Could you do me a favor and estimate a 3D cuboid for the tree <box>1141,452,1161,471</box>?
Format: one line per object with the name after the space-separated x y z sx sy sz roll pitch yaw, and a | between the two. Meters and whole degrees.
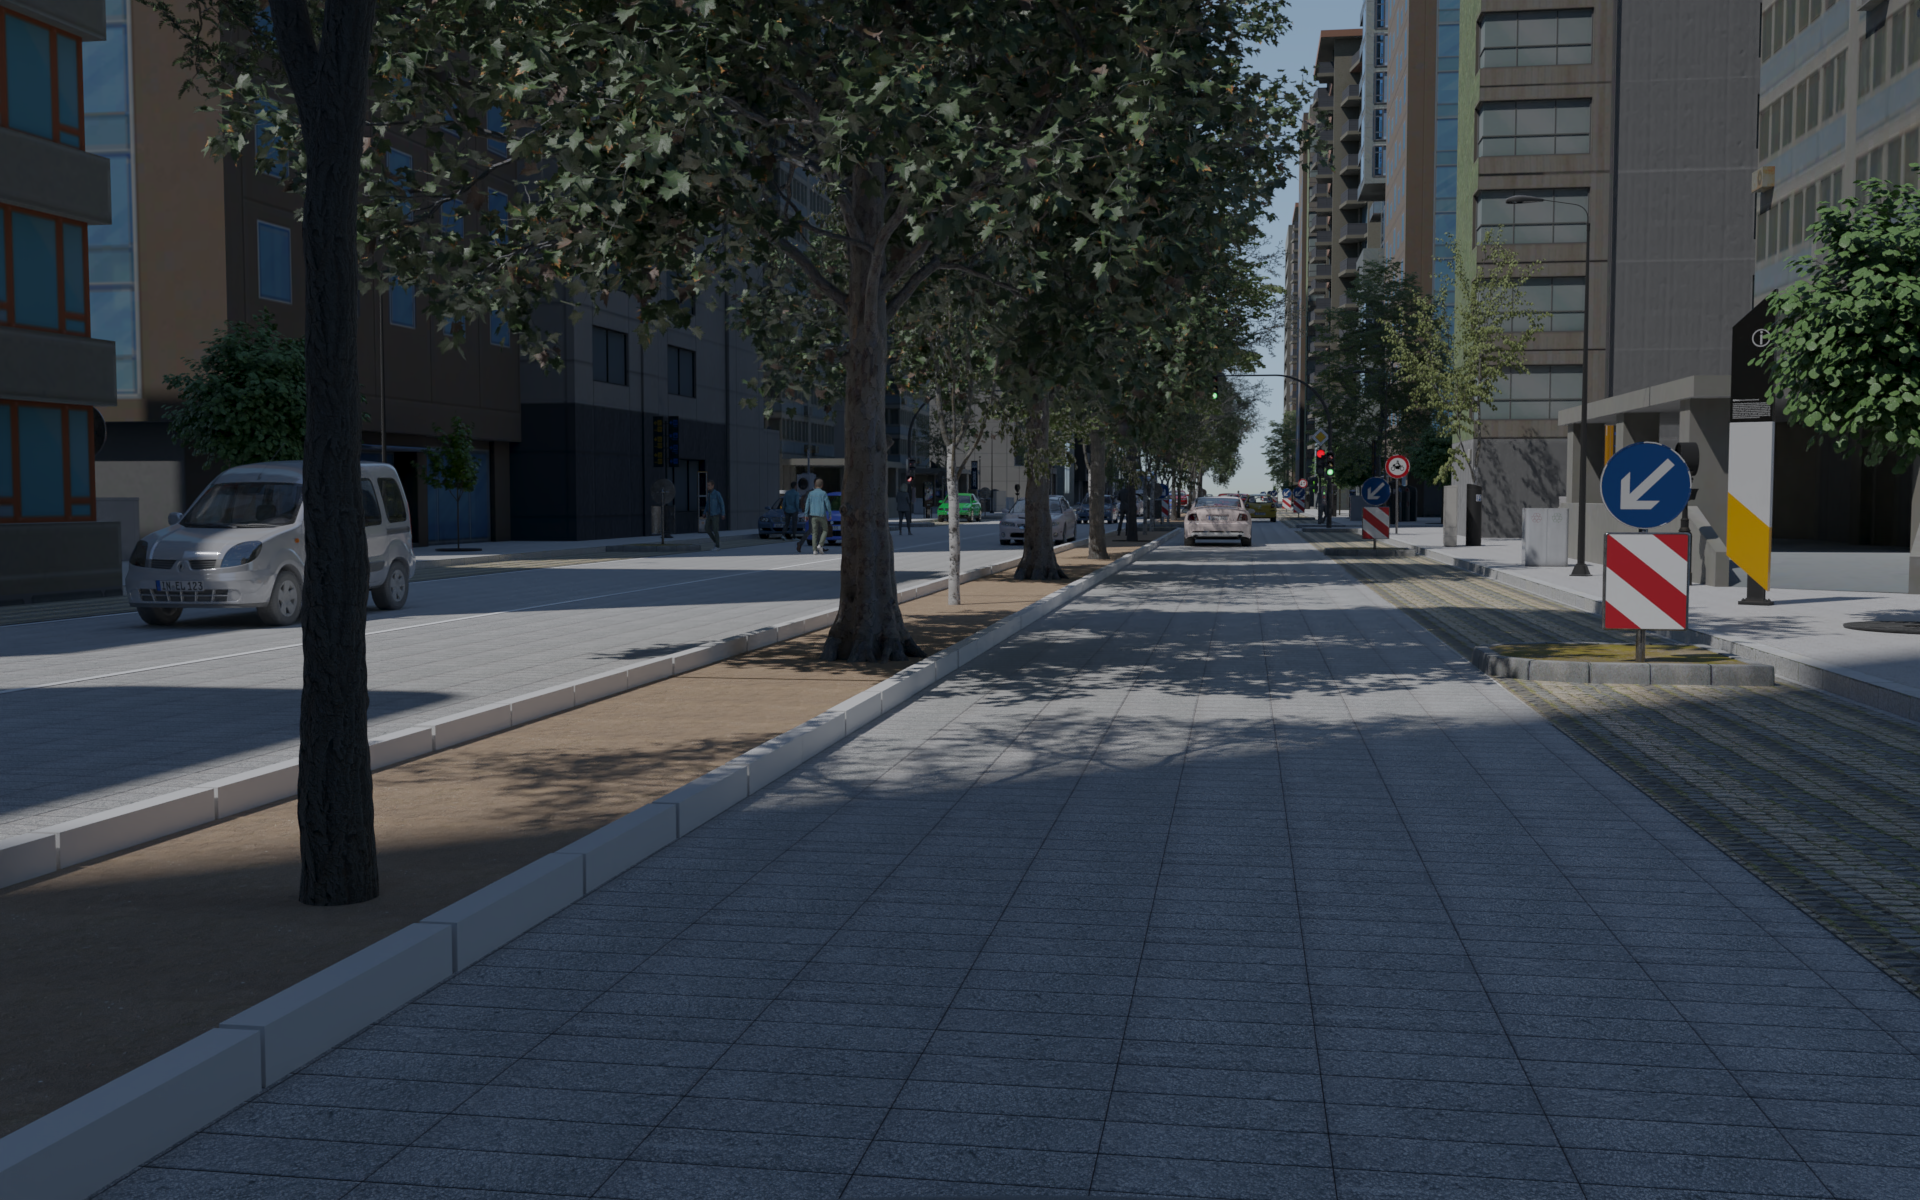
32.978 -23.363 307.734 9.928 11.665 9.643 0 3 0 | tree

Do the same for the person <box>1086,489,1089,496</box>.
8.453 -6.395 113.291 0.478 1.798 0.641 1 4 23 | person

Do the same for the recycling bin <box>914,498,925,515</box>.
-2.488 -5.883 108.737 0.722 1.027 0.722 1 4 9 | recycling bin

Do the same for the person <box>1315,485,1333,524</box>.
16.079 -4.153 76.528 0.709 1.813 0.853 -1 4 -17 | person

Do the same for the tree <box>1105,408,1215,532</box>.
7.230 -6.880 65.307 4.737 8.622 4.395 0 3 0 | tree

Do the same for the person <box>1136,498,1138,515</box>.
10.533 -5.580 104.754 0.505 1.210 0.382 3 5 44 | person

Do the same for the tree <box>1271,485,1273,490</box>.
53.397 -18.316 294.064 1.663 3.219 1.824 0 3 0 | tree

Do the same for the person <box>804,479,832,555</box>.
-3.350 -1.961 40.902 0.601 1.785 0.444 1 4 13 | person

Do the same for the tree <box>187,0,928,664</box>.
-0.820 -5.819 14.600 9.611 12.733 9.660 0 3 0 | tree

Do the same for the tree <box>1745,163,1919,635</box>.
9.133 -1.984 16.156 4.285 4.588 4.351 0 3 0 | tree

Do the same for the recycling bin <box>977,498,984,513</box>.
1.146 -6.476 118.434 0.722 1.027 0.722 -3 5 -44 | recycling bin

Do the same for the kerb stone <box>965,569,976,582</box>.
0.082 -0.373 28.299 0.120 0.150 1.000 1 4 9 | kerb stone

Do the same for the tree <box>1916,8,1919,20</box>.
6.652 -3.520 7.908 4.360 8.622 3.978 0 3 0 | tree

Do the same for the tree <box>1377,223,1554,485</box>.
13.767 -5.909 46.970 4.737 8.622 4.395 0 3 0 | tree

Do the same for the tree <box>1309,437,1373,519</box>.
21.002 -6.559 90.959 4.285 4.588 4.351 0 3 0 | tree

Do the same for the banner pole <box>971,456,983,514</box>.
1.099 -7.589 114.098 0.863 3.779 0.401 1 4 23 | banner pole

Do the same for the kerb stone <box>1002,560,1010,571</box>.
0.752 -0.619 32.341 0.120 0.150 1.000 1 4 9 | kerb stone

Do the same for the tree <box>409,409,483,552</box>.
-11.273 -2.721 39.088 1.663 3.219 1.824 0 3 0 | tree

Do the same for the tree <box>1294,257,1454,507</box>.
20.524 -10.097 83.219 7.486 12.596 7.792 0 3 0 | tree

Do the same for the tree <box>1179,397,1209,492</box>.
6.443 -6.557 60.031 4.360 8.622 3.978 0 3 0 | tree

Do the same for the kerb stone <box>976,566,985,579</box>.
0.249 -0.435 29.307 0.120 0.150 1.000 1 4 9 | kerb stone

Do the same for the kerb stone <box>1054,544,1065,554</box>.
2.400 -1.238 42.452 0.120 0.150 1.000 1 4 9 | kerb stone

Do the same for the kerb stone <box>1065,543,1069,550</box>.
2.567 -1.300 43.465 0.120 0.150 1.000 1 4 9 | kerb stone

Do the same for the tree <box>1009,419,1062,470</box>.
6.807 -11.920 145.250 4.737 8.622 4.395 0 3 0 | tree

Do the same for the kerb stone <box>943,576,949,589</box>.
-0.251 -0.250 26.282 0.120 0.150 1.000 1 4 9 | kerb stone

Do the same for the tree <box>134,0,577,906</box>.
-2.272 -4.195 5.456 8.767 10.594 7.601 1 4 9 | tree

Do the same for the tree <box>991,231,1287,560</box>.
3.045 -7.123 37.053 7.486 12.596 7.792 0 3 0 | tree

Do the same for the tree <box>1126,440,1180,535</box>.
3.307 -5.529 43.221 4.360 8.622 3.978 0 3 0 | tree

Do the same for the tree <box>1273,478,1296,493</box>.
41.067 -13.716 218.853 1.663 3.219 1.824 0 3 0 | tree

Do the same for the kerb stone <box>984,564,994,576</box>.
0.413 -0.497 30.324 0.120 0.150 1.000 1 4 9 | kerb stone

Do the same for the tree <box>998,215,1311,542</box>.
5.160 -8.495 51.713 12.009 13.543 11.850 0 3 0 | tree

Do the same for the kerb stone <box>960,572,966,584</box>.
-0.082 -0.312 27.290 0.120 0.150 1.000 1 4 9 | kerb stone

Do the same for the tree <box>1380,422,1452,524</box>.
20.738 -5.536 74.219 4.285 4.588 4.351 0 3 0 | tree

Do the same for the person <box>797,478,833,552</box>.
-3.575 -2.082 42.499 0.822 1.834 0.622 2 4 27 | person

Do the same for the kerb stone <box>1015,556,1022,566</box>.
1.079 -0.741 34.367 0.120 0.150 1.000 1 4 9 | kerb stone

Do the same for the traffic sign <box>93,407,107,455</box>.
-12.403 -1.493 24.522 0.768 2.556 0.104 1 4 18 | traffic sign

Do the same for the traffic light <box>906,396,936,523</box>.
-0.128 -6.188 75.840 4.771 5.953 1.251 1 4 9 | traffic light

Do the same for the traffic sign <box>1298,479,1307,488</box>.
28.682 -8.859 144.957 0.768 2.556 0.104 1 4 17 | traffic sign

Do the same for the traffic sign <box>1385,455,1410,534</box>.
14.120 -3.415 55.947 0.768 2.556 0.104 1 4 13 | traffic sign

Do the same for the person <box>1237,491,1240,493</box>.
31.288 -11.402 194.864 0.705 1.831 1.348 0 4 4 | person

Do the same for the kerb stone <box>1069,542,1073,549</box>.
2.736 -1.363 44.479 0.120 0.150 1.000 1 4 9 | kerb stone

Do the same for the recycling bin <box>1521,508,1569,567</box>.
10.421 -1.119 30.857 0.722 1.027 0.722 1 4 12 | recycling bin

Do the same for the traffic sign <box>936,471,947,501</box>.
-0.949 -5.779 94.597 0.768 2.556 0.104 1 4 17 | traffic sign

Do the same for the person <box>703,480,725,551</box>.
-6.181 -2.125 43.591 0.444 1.785 0.601 -3 5 -41 | person

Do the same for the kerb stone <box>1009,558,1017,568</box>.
0.918 -0.678 33.354 0.120 0.150 1.000 1 4 9 | kerb stone

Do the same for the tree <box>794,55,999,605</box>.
-0.095 -4.217 21.772 4.360 8.622 3.978 0 3 0 | tree

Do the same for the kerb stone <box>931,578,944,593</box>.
-0.414 -0.188 25.272 0.120 0.150 1.000 1 4 9 | kerb stone

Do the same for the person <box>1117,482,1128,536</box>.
5.661 -3.113 59.207 0.655 1.846 0.447 2 4 30 | person

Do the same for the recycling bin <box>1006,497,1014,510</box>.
3.930 -7.858 141.026 0.722 1.027 0.722 3 5 44 | recycling bin

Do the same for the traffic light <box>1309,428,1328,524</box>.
15.226 -5.162 73.318 0.839 4.253 0.868 1 4 9 | traffic light

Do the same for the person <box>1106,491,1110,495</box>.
16.079 -10.945 188.129 1.217 1.739 0.721 0 4 -5 | person

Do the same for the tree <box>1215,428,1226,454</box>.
16.023 -10.057 117.255 4.737 8.622 4.395 0 3 0 | tree

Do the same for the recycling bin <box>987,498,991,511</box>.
2.205 -6.822 124.094 0.722 1.027 0.722 2 4 30 | recycling bin

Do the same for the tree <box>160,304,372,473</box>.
-11.952 -2.832 30.022 4.285 4.588 4.351 0 3 0 | tree

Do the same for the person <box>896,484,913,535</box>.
-1.971 -3.172 60.542 0.537 1.800 0.526 2 4 32 | person

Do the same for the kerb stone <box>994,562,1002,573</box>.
0.591 -0.557 31.332 0.120 0.150 1.000 1 4 9 | kerb stone

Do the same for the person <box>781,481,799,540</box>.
-5.216 -2.730 53.161 0.660 1.820 0.620 2 4 28 | person

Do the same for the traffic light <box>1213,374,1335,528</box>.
11.858 -5.564 65.633 4.771 5.953 1.251 1 4 9 | traffic light
